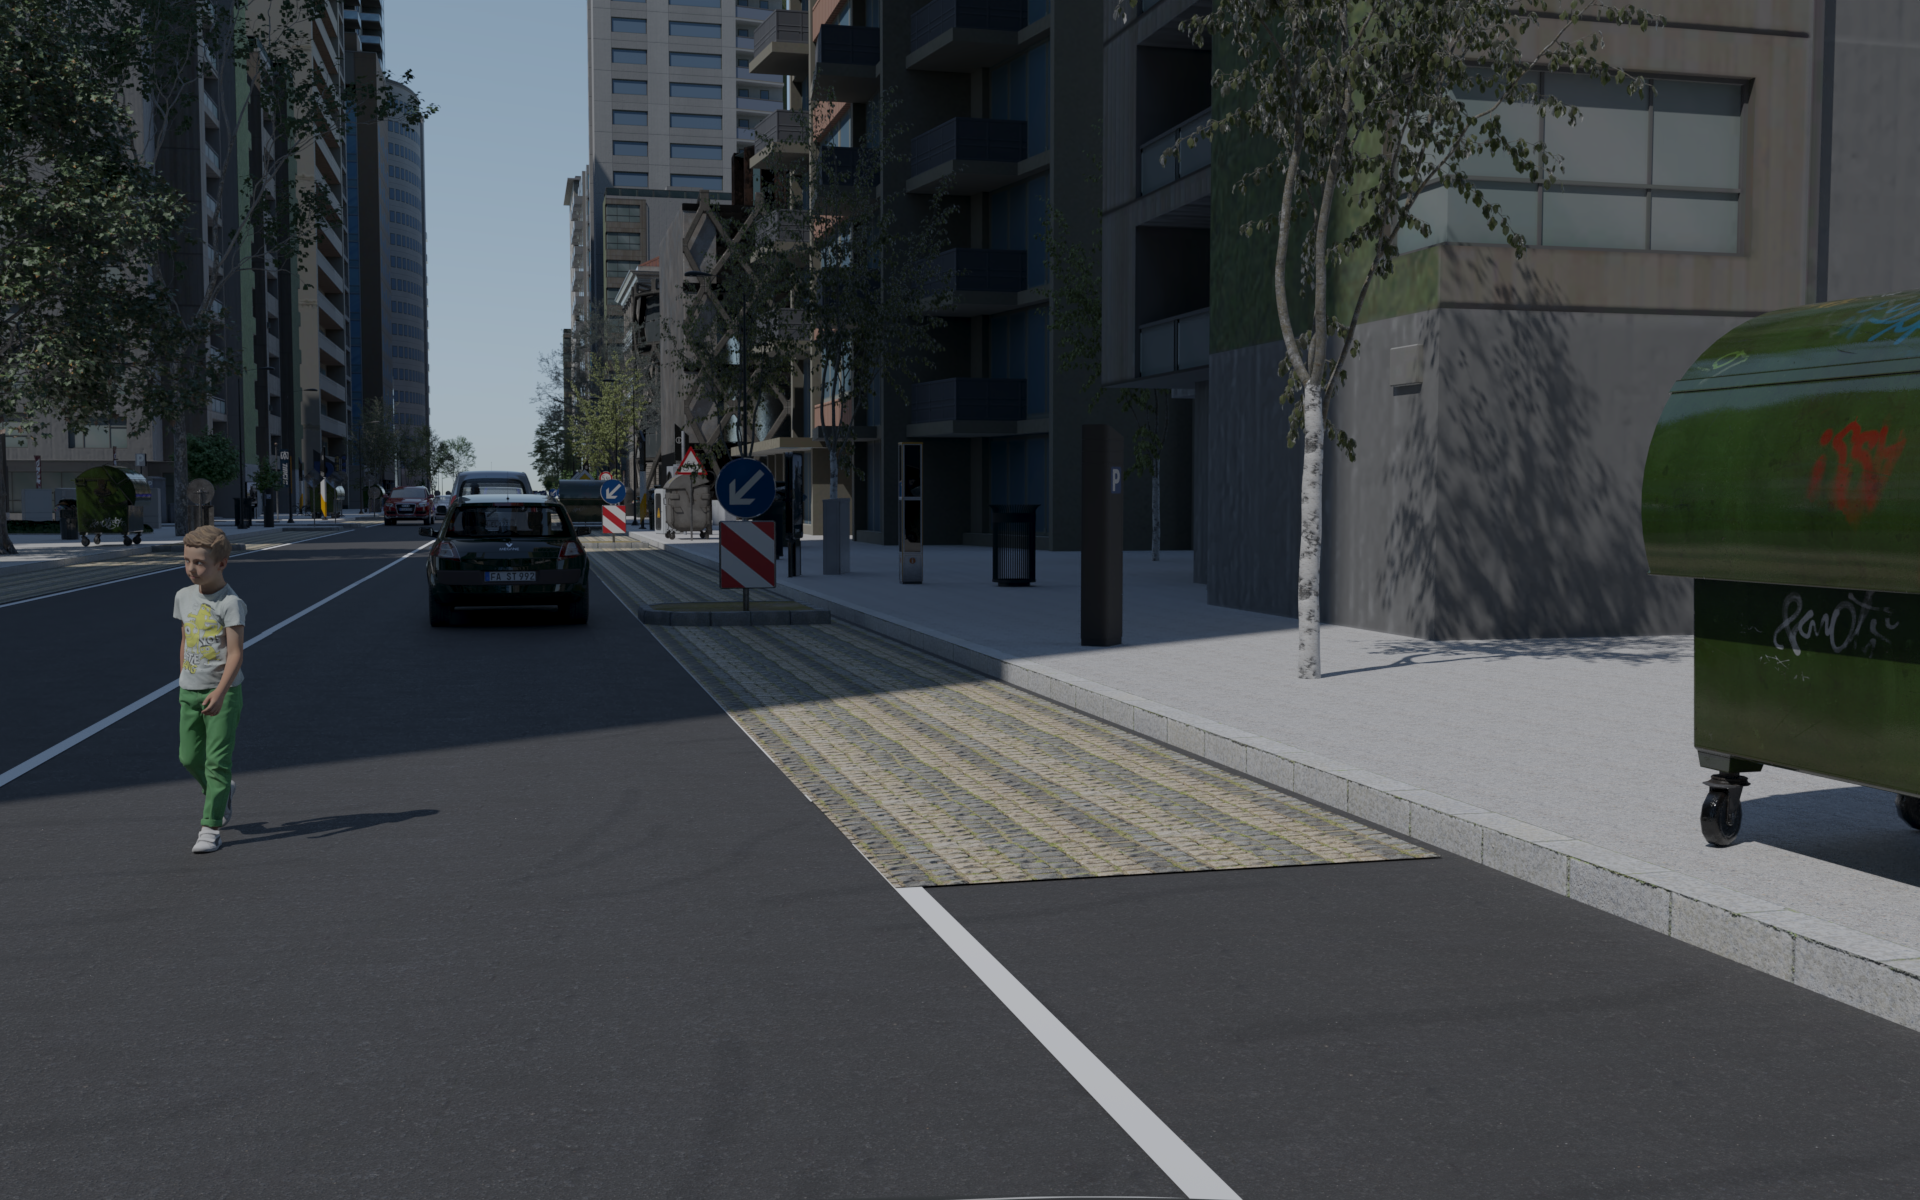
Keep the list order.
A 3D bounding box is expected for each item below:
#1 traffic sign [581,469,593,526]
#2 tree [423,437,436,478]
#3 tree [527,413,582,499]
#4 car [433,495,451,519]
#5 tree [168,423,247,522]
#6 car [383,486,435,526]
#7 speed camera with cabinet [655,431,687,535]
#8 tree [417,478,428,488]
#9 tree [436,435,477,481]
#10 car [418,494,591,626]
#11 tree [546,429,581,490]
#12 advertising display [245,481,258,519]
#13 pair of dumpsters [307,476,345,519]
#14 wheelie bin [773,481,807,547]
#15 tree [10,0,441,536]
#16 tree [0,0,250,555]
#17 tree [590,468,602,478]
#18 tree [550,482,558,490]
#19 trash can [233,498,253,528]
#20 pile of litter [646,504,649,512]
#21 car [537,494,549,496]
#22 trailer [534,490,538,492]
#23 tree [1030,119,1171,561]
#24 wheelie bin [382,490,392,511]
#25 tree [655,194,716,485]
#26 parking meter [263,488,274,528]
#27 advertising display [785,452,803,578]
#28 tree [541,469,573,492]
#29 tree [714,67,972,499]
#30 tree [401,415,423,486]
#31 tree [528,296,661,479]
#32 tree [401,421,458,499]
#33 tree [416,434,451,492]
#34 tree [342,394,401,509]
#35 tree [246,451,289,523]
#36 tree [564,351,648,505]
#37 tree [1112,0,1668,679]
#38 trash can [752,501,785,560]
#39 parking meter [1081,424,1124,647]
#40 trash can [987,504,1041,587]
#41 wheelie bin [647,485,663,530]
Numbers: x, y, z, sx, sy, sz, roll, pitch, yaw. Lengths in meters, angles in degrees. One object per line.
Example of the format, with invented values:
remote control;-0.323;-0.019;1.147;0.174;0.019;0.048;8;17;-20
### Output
traffic sign;-15.173;-4.065;70.102;0.795;2.450;0.064;-1;4;-14
tree;-50.115;-12.680;157.675;4.360;8.622;3.978;0;3;0
tree;-54.049;-19.170;231.547;7.486;12.596;7.792;0;3;0
car;-29.301;-5.291;98.865;2.083;1.381;4.827;-1;4;-15
tree;-35.065;-5.935;80.750;4.285;4.588;4.351;0;3;0
car;-25.638;-4.406;80.703;2.281;1.827;5.304;-1;4;-14
speed camera with cabinet;-9.150;-3.708;54.960;0.660;3.252;2.038;-2;4;-26
tree;-58.035;-11.786;187.309;1.663;3.219;1.824;0;3;0
tree;-88.087;-23.046;302.561;9.928;11.665;9.643;0;3;0
car;-5.311;-0.643;20.298;2.009;1.686;4.222;-1;4;-15
tree;-42.710;-14.439;186.440;4.360;8.622;3.978;0;3;0
advertising display;-36.370;-5.118;88.894;0.123;1.923;0.974;1;4;8
pair of dumpsters;-33.389;-5.424;91.182;1.574;2.255;4.437;-1;4;-14
wheelie bin;-4.200;-2.087;42.030;0.980;1.594;0.693;0;4;1
tree;-22.527;-11.960;51.435;12.611;20.169;13.585;0;3;0
tree;-20.638;-7.323;36.732;9.611;12.733;9.660;0;3;0
tree;-27.314;-8.251;129.511;1.663;3.219;1.824;0;3;0
tree;-56.438;-15.087;241.272;1.663;3.219;1.824;0;3;0
trash can;-27.123;-3.295;65.528;0.748;1.137;0.748;0;3;0
pile of litter;-17.507;-5.058;96.665;1.176;0.858;1.719;-3;5;-41
car;-47.132;-11.416;195.452;1.959;1.807;4.718;-1;4;-14
trailer;-67.952;-16.499;276.814;1.471;1.999;3.904;-1;4;-12
tree;3.516;-5.052;32.961;4.737;8.622;4.395;0;3;0
wheelie bin;-43.366;-7.553;131.396;0.980;1.594;0.693;-2;4;-27
tree;-5.230;-5.582;41.620;4.360;8.622;3.978;0;3;0
parking meter;-26.580;-3.558;66.577;0.372;1.533;0.369;0;3;0
advertising display;-2.582;-1.332;26.994;0.123;1.923;0.974;0;4;4
tree;-46.069;-13.490;204.271;4.285;4.588;4.351;0;3;0
tree;-2.040;-4.932;30.997;4.360;8.622;3.978;0;3;0
tree;-45.986;-11.443;137.461;4.360;8.622;3.978;0;3;0
tree;-21.693;-12.068;107.674;12.009;13.543;11.850;0;3;0
tree;-67.903;-17.598;222.142;7.601;10.594;8.767;2;4;27
tree;-64.437;-15.983;211.685;4.737;8.622;4.395;0;3;0
tree;-44.903;-11.099;131.827;4.360;8.622;3.978;0;3;0
tree;-31.169;-5.097;77.945;1.663;3.219;1.824;0;3;0
tree;-17.738;-8.426;88.129;4.737;8.622;4.395;0;3;0
tree;2.669;-3.761;11.859;4.360;8.622;3.978;0;3;0
trash can;-3.772;-1.364;33.952;0.748;1.137;0.748;0;3;0
parking meter;1.208;-0.550;14.697;0.255;1.863;0.399;2;4;27
trash can;0.752;-0.761;24.091;0.748;1.137;0.748;0;3;0
wheelie bin;-10.740;-3.287;61.645;0.693;1.594;0.980;-2;4;-32
